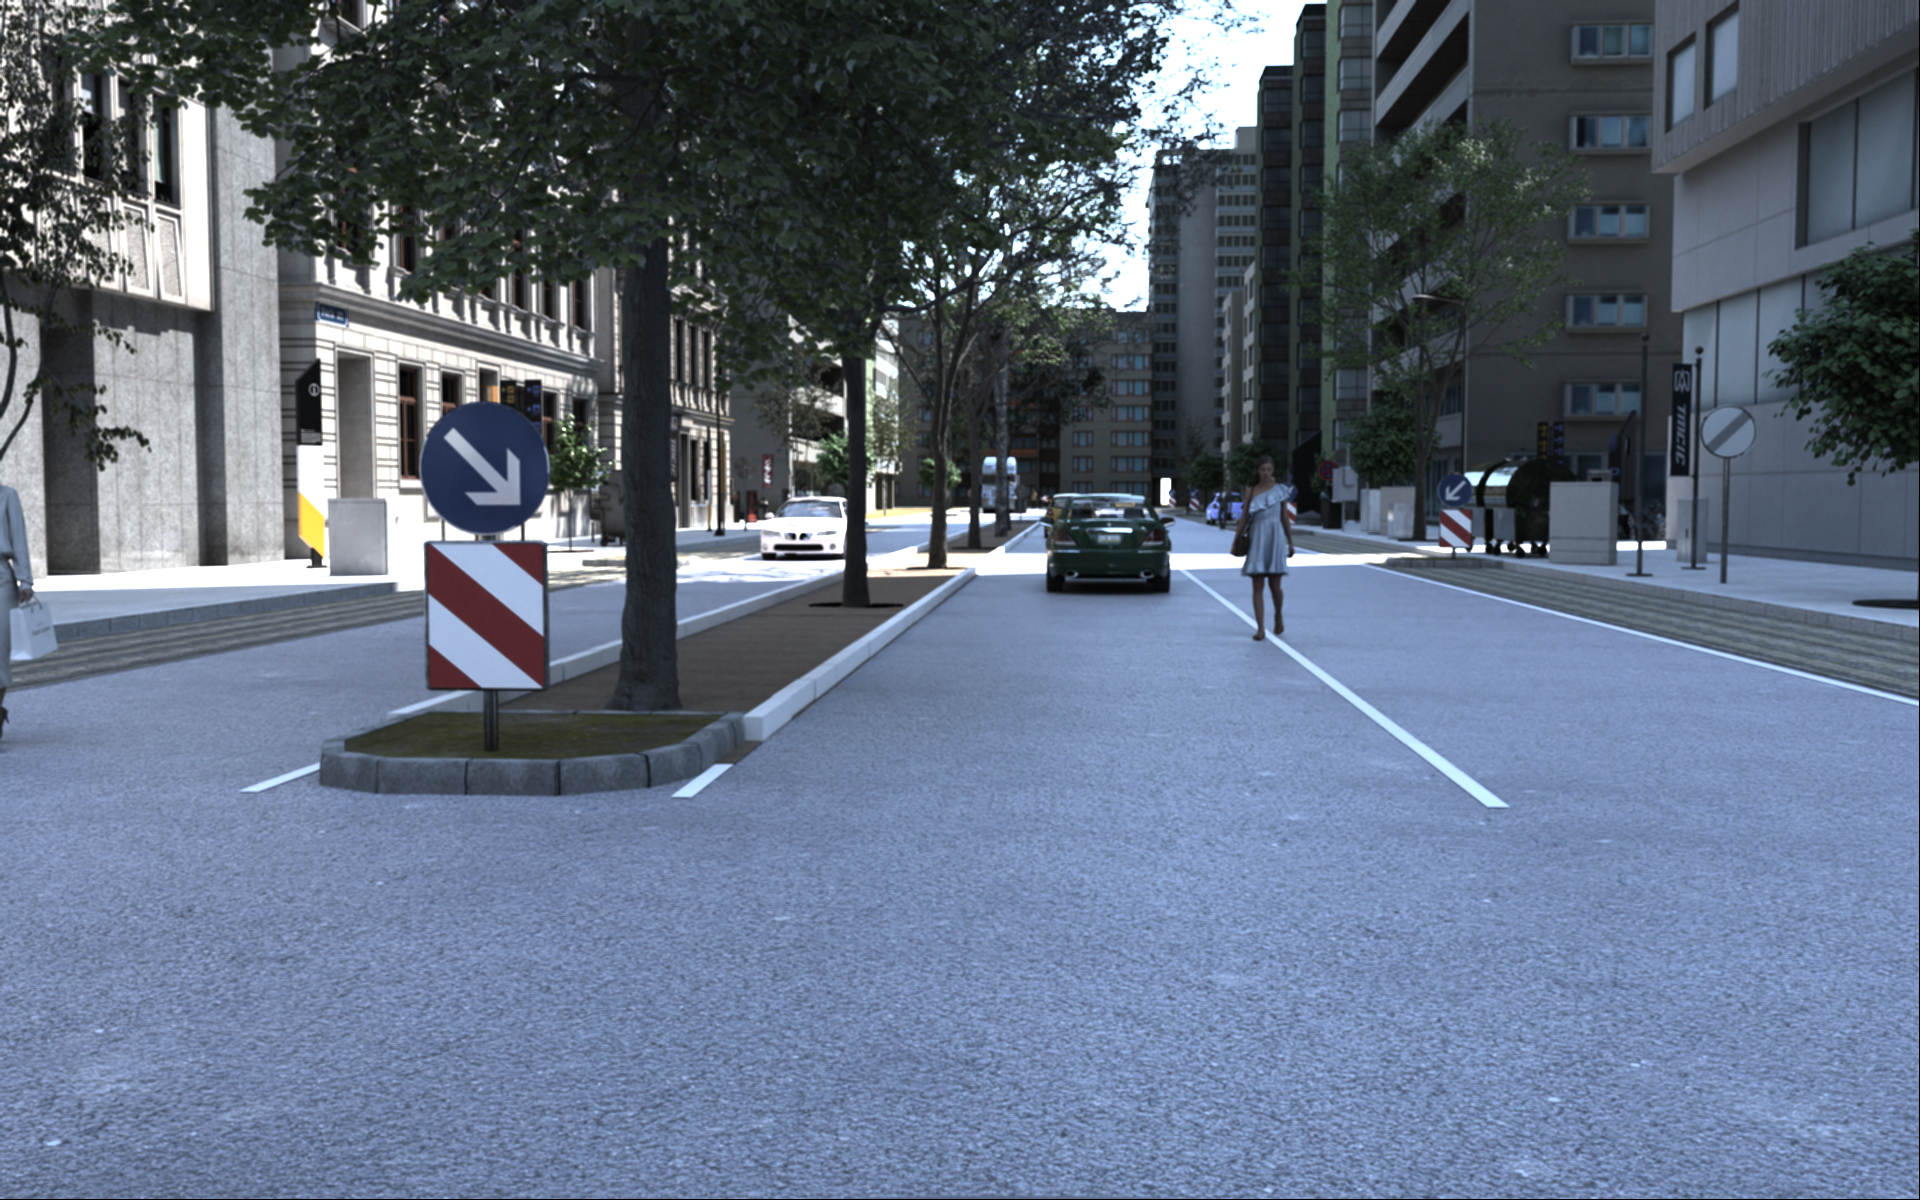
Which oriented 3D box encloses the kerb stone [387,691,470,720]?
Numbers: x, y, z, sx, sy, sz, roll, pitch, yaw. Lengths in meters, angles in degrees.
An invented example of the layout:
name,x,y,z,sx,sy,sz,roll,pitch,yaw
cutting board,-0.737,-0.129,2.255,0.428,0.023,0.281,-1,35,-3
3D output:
name,x,y,z,sx,sy,sz,roll,pitch,yaw
kerb stone,-3.261,0.707,10.641,0.120,0.150,1.000,0,4,4

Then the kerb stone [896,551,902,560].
name,x,y,z,sx,sy,sz,roll,pitch,yaw
kerb stone,-1.411,-0.919,37.215,0.120,0.150,1.000,0,4,4

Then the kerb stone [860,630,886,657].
name,x,y,z,sx,sy,sz,roll,pitch,yaw
kerb stone,-0.809,0.404,15.592,0.120,0.150,1.000,0,4,4

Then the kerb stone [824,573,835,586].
name,x,y,z,sx,sy,sz,roll,pitch,yaw
kerb stone,-2.125,-0.294,27.000,0.120,0.150,1.000,0,4,4

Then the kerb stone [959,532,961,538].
name,x,y,z,sx,sy,sz,roll,pitch,yaw
kerb stone,-0.132,-2.046,55.650,0.120,0.150,1.000,0,4,4

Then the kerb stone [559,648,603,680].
name,x,y,z,sx,sy,sz,roll,pitch,yaw
kerb stone,-3.043,0.522,13.727,0.120,0.150,1.000,0,4,4

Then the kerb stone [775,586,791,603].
name,x,y,z,sx,sy,sz,roll,pitch,yaw
kerb stone,-2.411,-0.044,22.921,0.120,0.150,1.000,0,4,4

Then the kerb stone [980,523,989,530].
name,x,y,z,sx,sy,sz,roll,pitch,yaw
kerb stone,1.008,-3.046,71.998,0.120,0.150,1.000,0,4,4

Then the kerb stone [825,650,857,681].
name,x,y,z,sx,sy,sz,roll,pitch,yaw
kerb stone,-0.953,0.529,13.552,0.120,0.150,1.000,0,4,4

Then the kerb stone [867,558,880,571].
name,x,y,z,sx,sy,sz,roll,pitch,yaw
kerb stone,-1.698,-0.665,33.131,0.120,0.150,1.000,0,4,4

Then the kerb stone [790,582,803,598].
name,x,y,z,sx,sy,sz,roll,pitch,yaw
kerb stone,-2.341,-0.107,23.941,0.120,0.150,1.000,0,4,4

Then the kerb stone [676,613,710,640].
name,x,y,z,sx,sy,sz,roll,pitch,yaw
kerb stone,-2.763,0.268,17.817,0.120,0.150,1.000,0,4,4

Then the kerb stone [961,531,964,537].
name,x,y,z,sx,sy,sz,roll,pitch,yaw
kerb stone,-0.054,-2.106,56.669,0.120,0.150,1.000,0,4,4

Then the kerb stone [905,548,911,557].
name,x,y,z,sx,sy,sz,roll,pitch,yaw
kerb stone,-1.266,-1.043,39.256,0.120,0.150,1.000,0,4,4

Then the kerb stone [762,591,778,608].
name,x,y,z,sx,sy,sz,roll,pitch,yaw
kerb stone,-2.478,0.018,21.900,0.120,0.150,1.000,0,4,4

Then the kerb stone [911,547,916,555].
name,x,y,z,sx,sy,sz,roll,pitch,yaw
kerb stone,-1.198,-1.106,40.285,0.120,0.150,1.000,0,4,4

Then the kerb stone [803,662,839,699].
name,x,y,z,sx,sy,sz,roll,pitch,yaw
kerb stone,-1.024,0.593,12.526,0.120,0.150,1.000,0,4,4

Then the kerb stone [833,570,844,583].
name,x,y,z,sx,sy,sz,roll,pitch,yaw
kerb stone,-2.049,-0.351,28.023,0.120,0.150,1.000,0,4,4

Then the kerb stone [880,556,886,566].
name,x,y,z,sx,sy,sz,roll,pitch,yaw
kerb stone,-1.627,-0.728,34.151,0.120,0.150,1.000,0,4,4

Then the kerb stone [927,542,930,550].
name,x,y,z,sx,sy,sz,roll,pitch,yaw
kerb stone,-0.904,-1.358,44.391,0.120,0.150,1.000,0,4,4

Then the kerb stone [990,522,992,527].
name,x,y,z,sx,sy,sz,roll,pitch,yaw
kerb stone,1.158,-3.171,74.049,0.120,0.150,1.000,0,4,4

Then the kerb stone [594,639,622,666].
name,x,y,z,sx,sy,sz,roll,pitch,yaw
kerb stone,-2.977,0.455,14.753,0.120,0.150,1.000,0,4,4

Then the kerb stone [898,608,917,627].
name,x,y,z,sx,sy,sz,roll,pitch,yaw
kerb stone,-0.603,0.216,18.660,0.120,0.150,1.000,0,4,4

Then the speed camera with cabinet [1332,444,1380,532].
name,x,y,z,sx,sy,sz,roll,pitch,yaw
speed camera with cabinet,13.798,-3.971,59.266,2.038,3.252,0.660,-1,4,-15

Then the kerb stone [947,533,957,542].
name,x,y,z,sx,sy,sz,roll,pitch,yaw
kerb stone,-0.272,-1.920,53.592,0.120,0.150,1.000,0,4,4

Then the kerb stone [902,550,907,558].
name,x,y,z,sx,sy,sz,roll,pitch,yaw
kerb stone,-1.341,-0.978,38.235,0.120,0.150,1.000,0,4,4

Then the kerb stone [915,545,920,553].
name,x,y,z,sx,sy,sz,roll,pitch,yaw
kerb stone,-1.130,-1.169,41.305,0.120,0.150,1.000,0,4,4

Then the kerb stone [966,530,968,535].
name,x,y,z,sx,sy,sz,roll,pitch,yaw
kerb stone,0.093,-2.233,58.709,0.120,0.150,1.000,0,4,4

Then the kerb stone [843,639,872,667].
name,x,y,z,sx,sy,sz,roll,pitch,yaw
kerb stone,-0.885,0.466,14.572,0.120,0.150,1.000,0,4,4

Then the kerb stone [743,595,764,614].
name,x,y,z,sx,sy,sz,roll,pitch,yaw
kerb stone,-2.550,0.081,20.878,0.120,0.150,1.000,0,4,4

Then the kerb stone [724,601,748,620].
name,x,y,z,sx,sy,sz,roll,pitch,yaw
kerb stone,-2.621,0.143,19.857,0.120,0.150,1.000,0,4,4

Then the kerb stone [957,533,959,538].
name,x,y,z,sx,sy,sz,roll,pitch,yaw
kerb stone,-0.202,-1.983,54.620,0.120,0.150,1.000,0,4,4

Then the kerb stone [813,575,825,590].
name,x,y,z,sx,sy,sz,roll,pitch,yaw
kerb stone,-2.193,-0.231,25.980,0.120,0.150,1.000,0,4,4

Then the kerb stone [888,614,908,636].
name,x,y,z,sx,sy,sz,roll,pitch,yaw
kerb stone,-0.670,0.280,17.636,0.120,0.150,1.000,0,4,4

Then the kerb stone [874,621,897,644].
name,x,y,z,sx,sy,sz,roll,pitch,yaw
kerb stone,-0.740,0.341,16.616,0.120,0.150,1.000,0,4,4

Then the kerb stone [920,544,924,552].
name,x,y,z,sx,sy,sz,roll,pitch,yaw
kerb stone,-1.056,-1.226,42.340,0.120,0.150,1.000,0,4,4

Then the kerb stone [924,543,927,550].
name,x,y,z,sx,sy,sz,roll,pitch,yaw
kerb stone,-0.988,-1.294,43.360,0.120,0.150,1.000,0,4,4

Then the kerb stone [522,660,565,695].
name,x,y,z,sx,sy,sz,roll,pitch,yaw
kerb stone,-3.123,0.581,12.698,0.120,0.150,1.000,0,4,4

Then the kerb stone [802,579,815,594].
name,x,y,z,sx,sy,sz,roll,pitch,yaw
kerb stone,-2.261,-0.169,24.960,0.120,0.150,1.000,0,4,4

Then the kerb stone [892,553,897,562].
name,x,y,z,sx,sy,sz,roll,pitch,yaw
kerb stone,-1.483,-0.856,36.196,0.120,0.150,1.000,0,4,4

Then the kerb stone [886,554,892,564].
name,x,y,z,sx,sy,sz,roll,pitch,yaw
kerb stone,-1.556,-0.793,35.170,0.120,0.150,1.000,0,4,4

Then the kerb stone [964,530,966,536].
name,x,y,z,sx,sy,sz,roll,pitch,yaw
kerb stone,0.011,-2.168,57.690,0.120,0.150,1.000,0,4,4

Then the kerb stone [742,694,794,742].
name,x,y,z,sx,sy,sz,roll,pitch,yaw
kerb stone,-1.161,0.717,10.486,0.120,0.150,1.000,0,4,4

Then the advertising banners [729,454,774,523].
name,x,y,z,sx,sy,sz,roll,pitch,yaw
advertising banners,-9.198,-4.898,76.266,2.074,3.025,0.090,0,4,2

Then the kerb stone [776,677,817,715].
name,x,y,z,sx,sy,sz,roll,pitch,yaw
kerb stone,-1.105,0.657,11.507,0.120,0.150,1.000,0,4,4

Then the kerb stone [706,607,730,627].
name,x,y,z,sx,sy,sz,roll,pitch,yaw
kerb stone,-2.696,0.210,18.838,0.120,0.150,1.000,0,4,4

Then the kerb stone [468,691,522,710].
name,x,y,z,sx,sy,sz,roll,pitch,yaw
kerb stone,-3.190,0.644,11.672,0.120,0.150,1.000,0,4,4
